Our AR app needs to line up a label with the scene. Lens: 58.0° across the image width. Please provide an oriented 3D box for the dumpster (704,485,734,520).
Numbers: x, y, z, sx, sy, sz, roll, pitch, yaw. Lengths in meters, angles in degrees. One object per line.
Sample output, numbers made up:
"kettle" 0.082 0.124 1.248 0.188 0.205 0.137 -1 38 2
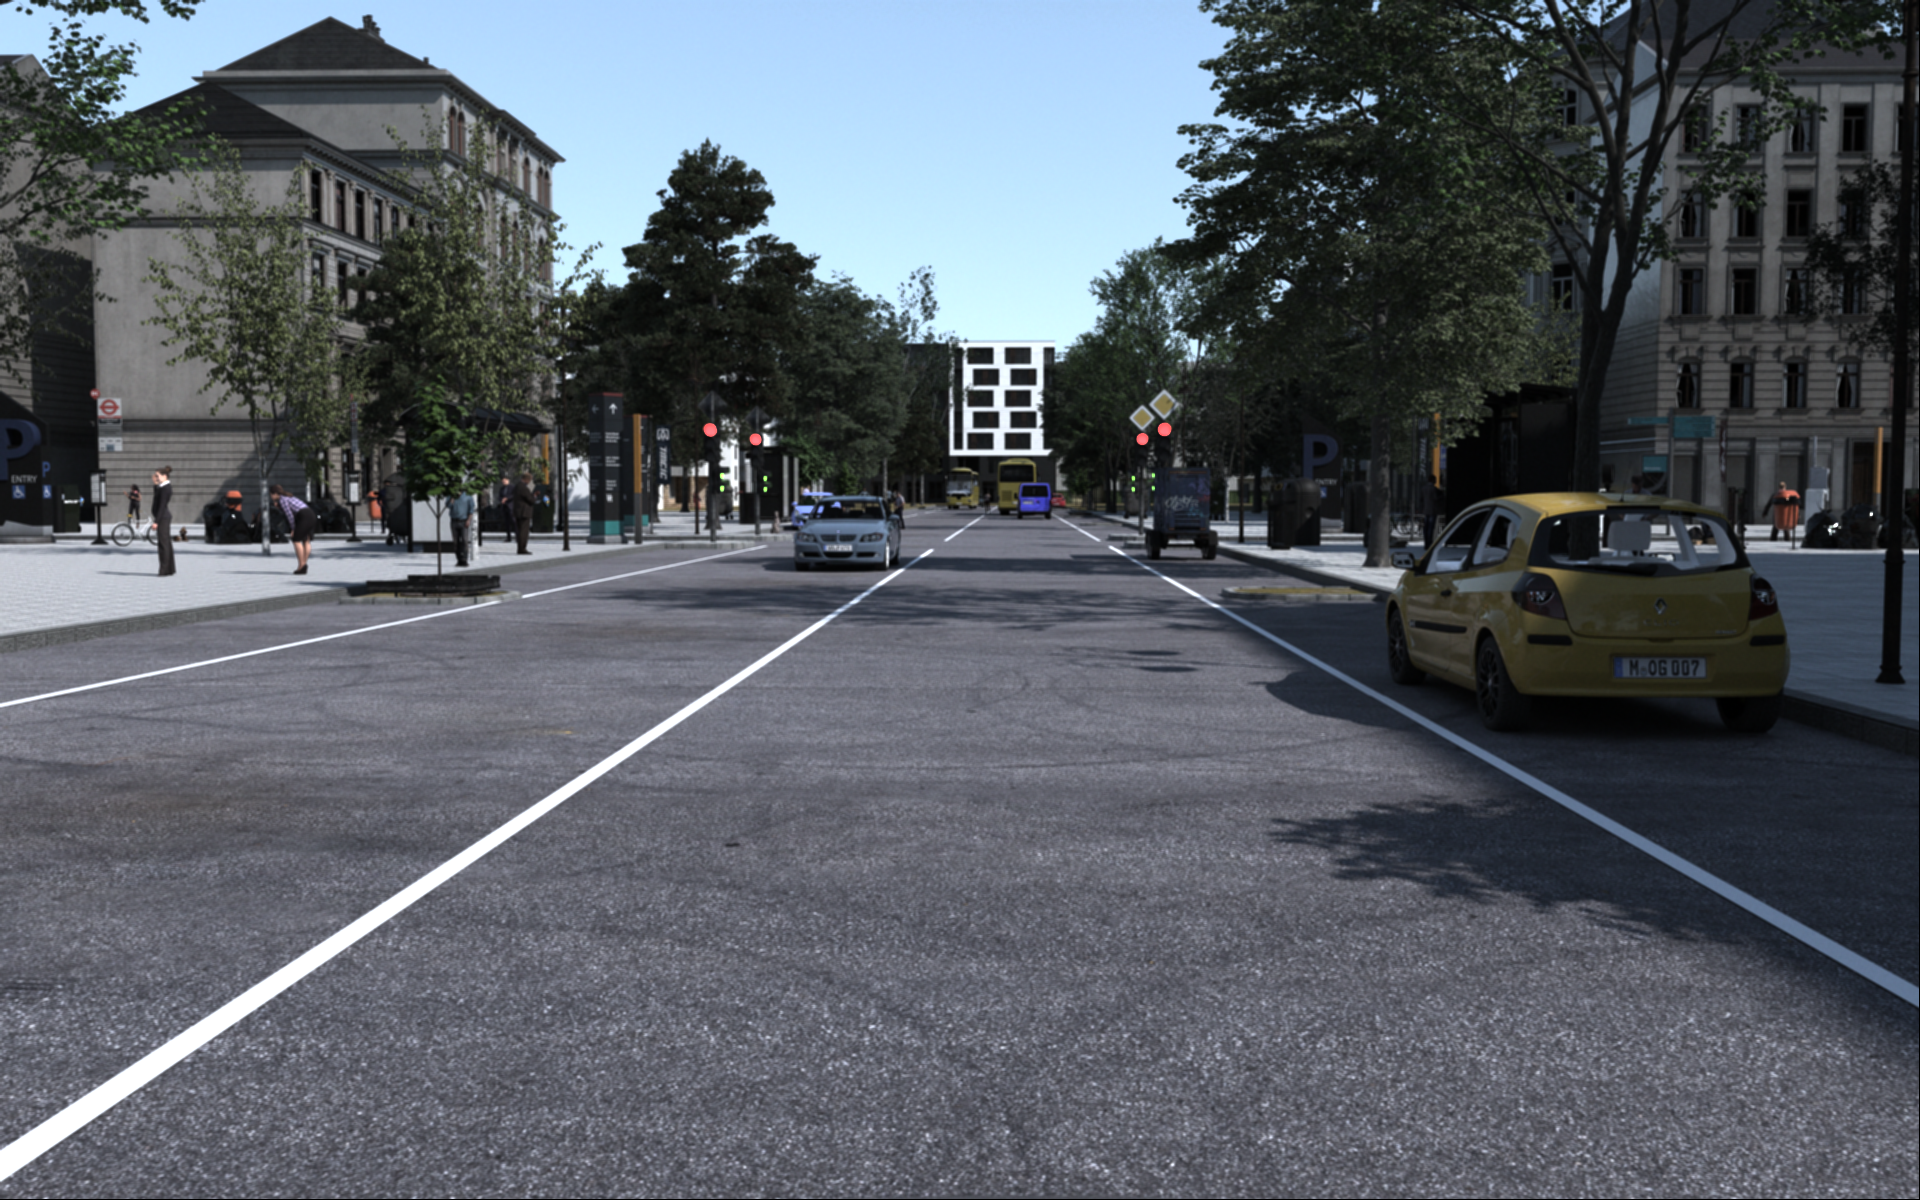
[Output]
"dumpster" -12.016 -4.932 86.394 1.264 1.857 1.865 0 4 2

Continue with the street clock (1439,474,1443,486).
"street clock" 16.735 -3.367 59.619 0.471 2.002 0.358 3 4 37

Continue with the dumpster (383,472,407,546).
"dumpster" -13.639 -2.315 43.607 1.264 1.857 1.865 0 4 2

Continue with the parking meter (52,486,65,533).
"parking meter" -29.530 -2.954 56.712 0.372 1.533 0.369 0 3 0

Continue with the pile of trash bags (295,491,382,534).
"pile of trash bags" -20.343 -2.851 56.362 1.912 1.369 3.447 3 5 44

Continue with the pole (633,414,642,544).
"pole" -8.220 -3.079 44.184 0.158 3.312 0.155 0 3 0

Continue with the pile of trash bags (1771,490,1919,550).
"pile of trash bags" 20.511 -1.882 40.521 3.447 1.369 1.912 -1 4 -16

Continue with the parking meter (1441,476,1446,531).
"parking meter" 15.810 -3.100 56.393 0.255 1.863 0.399 1 4 15

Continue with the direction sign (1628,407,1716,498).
"direction sign" 22.107 -3.971 53.691 2.525 3.948 1.411 2 4 32

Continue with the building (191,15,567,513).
"building" -33.463 -19.394 104.480 14.401 28.519 23.554 0 4 2

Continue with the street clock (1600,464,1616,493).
"street clock" 15.403 -2.240 41.197 0.358 2.002 0.471 2 4 27

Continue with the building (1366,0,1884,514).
"building" 37.283 -20.151 105.889 17.030 29.872 44.131 0 4 2

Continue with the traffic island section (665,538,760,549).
"traffic island section" -6.627 -1.473 46.371 2.009 0.180 2.903 0 4 2

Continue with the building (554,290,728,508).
"building" -31.299 -18.836 164.387 16.016 20.091 11.380 0 4 2

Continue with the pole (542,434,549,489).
"pole" -13.750 -3.891 57.463 0.158 3.312 0.155 0 3 0

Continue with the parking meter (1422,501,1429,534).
"parking meter" 15.111 -2.902 55.858 0.372 1.533 0.369 0 3 0

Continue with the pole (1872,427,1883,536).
"pole" 28.017 -3.612 52.907 0.158 3.312 0.155 0 3 0

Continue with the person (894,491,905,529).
"person" -2.456 -3.663 70.610 0.590 1.554 0.614 -2 4 -30

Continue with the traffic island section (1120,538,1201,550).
"traffic island section" 5.408 -1.449 45.979 2.009 0.180 2.903 0 4 2

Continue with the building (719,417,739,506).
"building" -38.038 -14.799 184.110 28.070 9.664 9.099 0 4 2

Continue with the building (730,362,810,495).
"building" -25.360 -23.456 239.928 11.380 20.091 16.016 0 4 2

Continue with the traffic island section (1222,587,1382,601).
"traffic island section" 4.700 -0.083 24.217 1.991 0.108 1.994 0 4 2

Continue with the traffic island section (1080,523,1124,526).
"traffic island section" 6.483 -3.450 79.280 1.991 0.108 1.994 0 4 2

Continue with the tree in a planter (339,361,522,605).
"tree in a planter" -7.043 -1.597 23.337 1.991 3.239 1.994 0 4 2

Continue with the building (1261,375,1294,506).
"building" 39.385 -19.772 179.696 16.016 20.091 11.380 0 4 2

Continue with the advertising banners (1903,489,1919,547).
"advertising banners" 23.515 -2.755 41.226 0.090 3.025 2.074 -3 5 -41

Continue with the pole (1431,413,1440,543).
"pole" 12.010 -3.053 43.766 0.158 3.312 0.155 0 3 0

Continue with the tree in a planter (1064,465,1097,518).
"tree in a planter" 7.353 -6.660 106.114 1.991 3.239 1.994 0 4 2

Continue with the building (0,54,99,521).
"building" -50.173 -14.034 78.600 18.267 20.994 9.793 0 4 2

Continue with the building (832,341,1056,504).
"building" -3.168 -24.531 245.059 32.646 21.610 27.936 0 4 2

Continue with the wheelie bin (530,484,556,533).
"wheelie bin" -13.707 -2.991 56.812 0.980 1.594 0.693 2 4 35

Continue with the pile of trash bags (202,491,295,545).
"pile of trash bags" -18.961 -2.198 45.687 1.912 1.369 3.447 -2 4 -31

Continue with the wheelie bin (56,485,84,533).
"wheelie bin" -29.673 -3.035 57.529 0.980 1.594 0.693 -3 5 -43

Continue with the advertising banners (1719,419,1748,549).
"advertising banners" 17.757 -2.669 39.826 0.090 3.025 2.074 1 4 8

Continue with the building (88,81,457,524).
"building" -32.225 -13.350 82.901 10.561 19.102 19.286 0 4 2

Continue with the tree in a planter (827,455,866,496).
"tree in a planter" -5.237 -5.001 78.989 1.991 3.239 1.994 0 4 2

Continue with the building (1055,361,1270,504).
"building" 28.842 -22.805 239.320 31.486 18.905 16.747 0 4 2

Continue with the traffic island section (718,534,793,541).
"traffic island section" -6.368 -1.962 54.352 2.009 0.180 2.903 0 4 2

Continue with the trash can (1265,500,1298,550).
"trash can" 7.429 -1.740 40.101 0.748 1.137 0.748 0 3 0

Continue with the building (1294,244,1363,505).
"building" 44.105 -19.177 157.514 27.936 21.610 32.646 0 4 2

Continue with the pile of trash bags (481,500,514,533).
"pile of trash bags" -16.358 -3.000 58.809 3.447 1.369 1.912 2 4 27

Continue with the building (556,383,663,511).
"building" -29.202 -12.389 144.701 9.099 9.664 28.070 0 4 2

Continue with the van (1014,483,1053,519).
"van" 4.253 -5.827 99.656 2.240 2.365 5.245 0 4 1

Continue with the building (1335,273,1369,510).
"building" 37.710 -17.086 135.777 16.016 20.091 11.380 0 4 2

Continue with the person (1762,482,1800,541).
"person" 22.644 -2.367 47.759 0.990 1.755 0.434 3 5 42

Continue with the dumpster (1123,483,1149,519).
"dumpster" 9.055 -5.085 88.904 1.264 1.857 1.865 0 4 2

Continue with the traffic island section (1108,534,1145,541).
"traffic island section" 5.667 -1.938 53.960 2.009 0.180 2.903 0 4 2

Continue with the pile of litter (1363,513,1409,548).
"pile of litter" 10.239 -1.698 41.735 1.176 0.858 1.719 2 4 30

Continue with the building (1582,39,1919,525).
"building" 37.770 -13.845 75.509 18.267 20.994 9.793 0 4 2

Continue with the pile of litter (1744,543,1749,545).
"pile of litter" 19.212 -1.840 44.048 1.719 0.858 1.176 1 4 14
